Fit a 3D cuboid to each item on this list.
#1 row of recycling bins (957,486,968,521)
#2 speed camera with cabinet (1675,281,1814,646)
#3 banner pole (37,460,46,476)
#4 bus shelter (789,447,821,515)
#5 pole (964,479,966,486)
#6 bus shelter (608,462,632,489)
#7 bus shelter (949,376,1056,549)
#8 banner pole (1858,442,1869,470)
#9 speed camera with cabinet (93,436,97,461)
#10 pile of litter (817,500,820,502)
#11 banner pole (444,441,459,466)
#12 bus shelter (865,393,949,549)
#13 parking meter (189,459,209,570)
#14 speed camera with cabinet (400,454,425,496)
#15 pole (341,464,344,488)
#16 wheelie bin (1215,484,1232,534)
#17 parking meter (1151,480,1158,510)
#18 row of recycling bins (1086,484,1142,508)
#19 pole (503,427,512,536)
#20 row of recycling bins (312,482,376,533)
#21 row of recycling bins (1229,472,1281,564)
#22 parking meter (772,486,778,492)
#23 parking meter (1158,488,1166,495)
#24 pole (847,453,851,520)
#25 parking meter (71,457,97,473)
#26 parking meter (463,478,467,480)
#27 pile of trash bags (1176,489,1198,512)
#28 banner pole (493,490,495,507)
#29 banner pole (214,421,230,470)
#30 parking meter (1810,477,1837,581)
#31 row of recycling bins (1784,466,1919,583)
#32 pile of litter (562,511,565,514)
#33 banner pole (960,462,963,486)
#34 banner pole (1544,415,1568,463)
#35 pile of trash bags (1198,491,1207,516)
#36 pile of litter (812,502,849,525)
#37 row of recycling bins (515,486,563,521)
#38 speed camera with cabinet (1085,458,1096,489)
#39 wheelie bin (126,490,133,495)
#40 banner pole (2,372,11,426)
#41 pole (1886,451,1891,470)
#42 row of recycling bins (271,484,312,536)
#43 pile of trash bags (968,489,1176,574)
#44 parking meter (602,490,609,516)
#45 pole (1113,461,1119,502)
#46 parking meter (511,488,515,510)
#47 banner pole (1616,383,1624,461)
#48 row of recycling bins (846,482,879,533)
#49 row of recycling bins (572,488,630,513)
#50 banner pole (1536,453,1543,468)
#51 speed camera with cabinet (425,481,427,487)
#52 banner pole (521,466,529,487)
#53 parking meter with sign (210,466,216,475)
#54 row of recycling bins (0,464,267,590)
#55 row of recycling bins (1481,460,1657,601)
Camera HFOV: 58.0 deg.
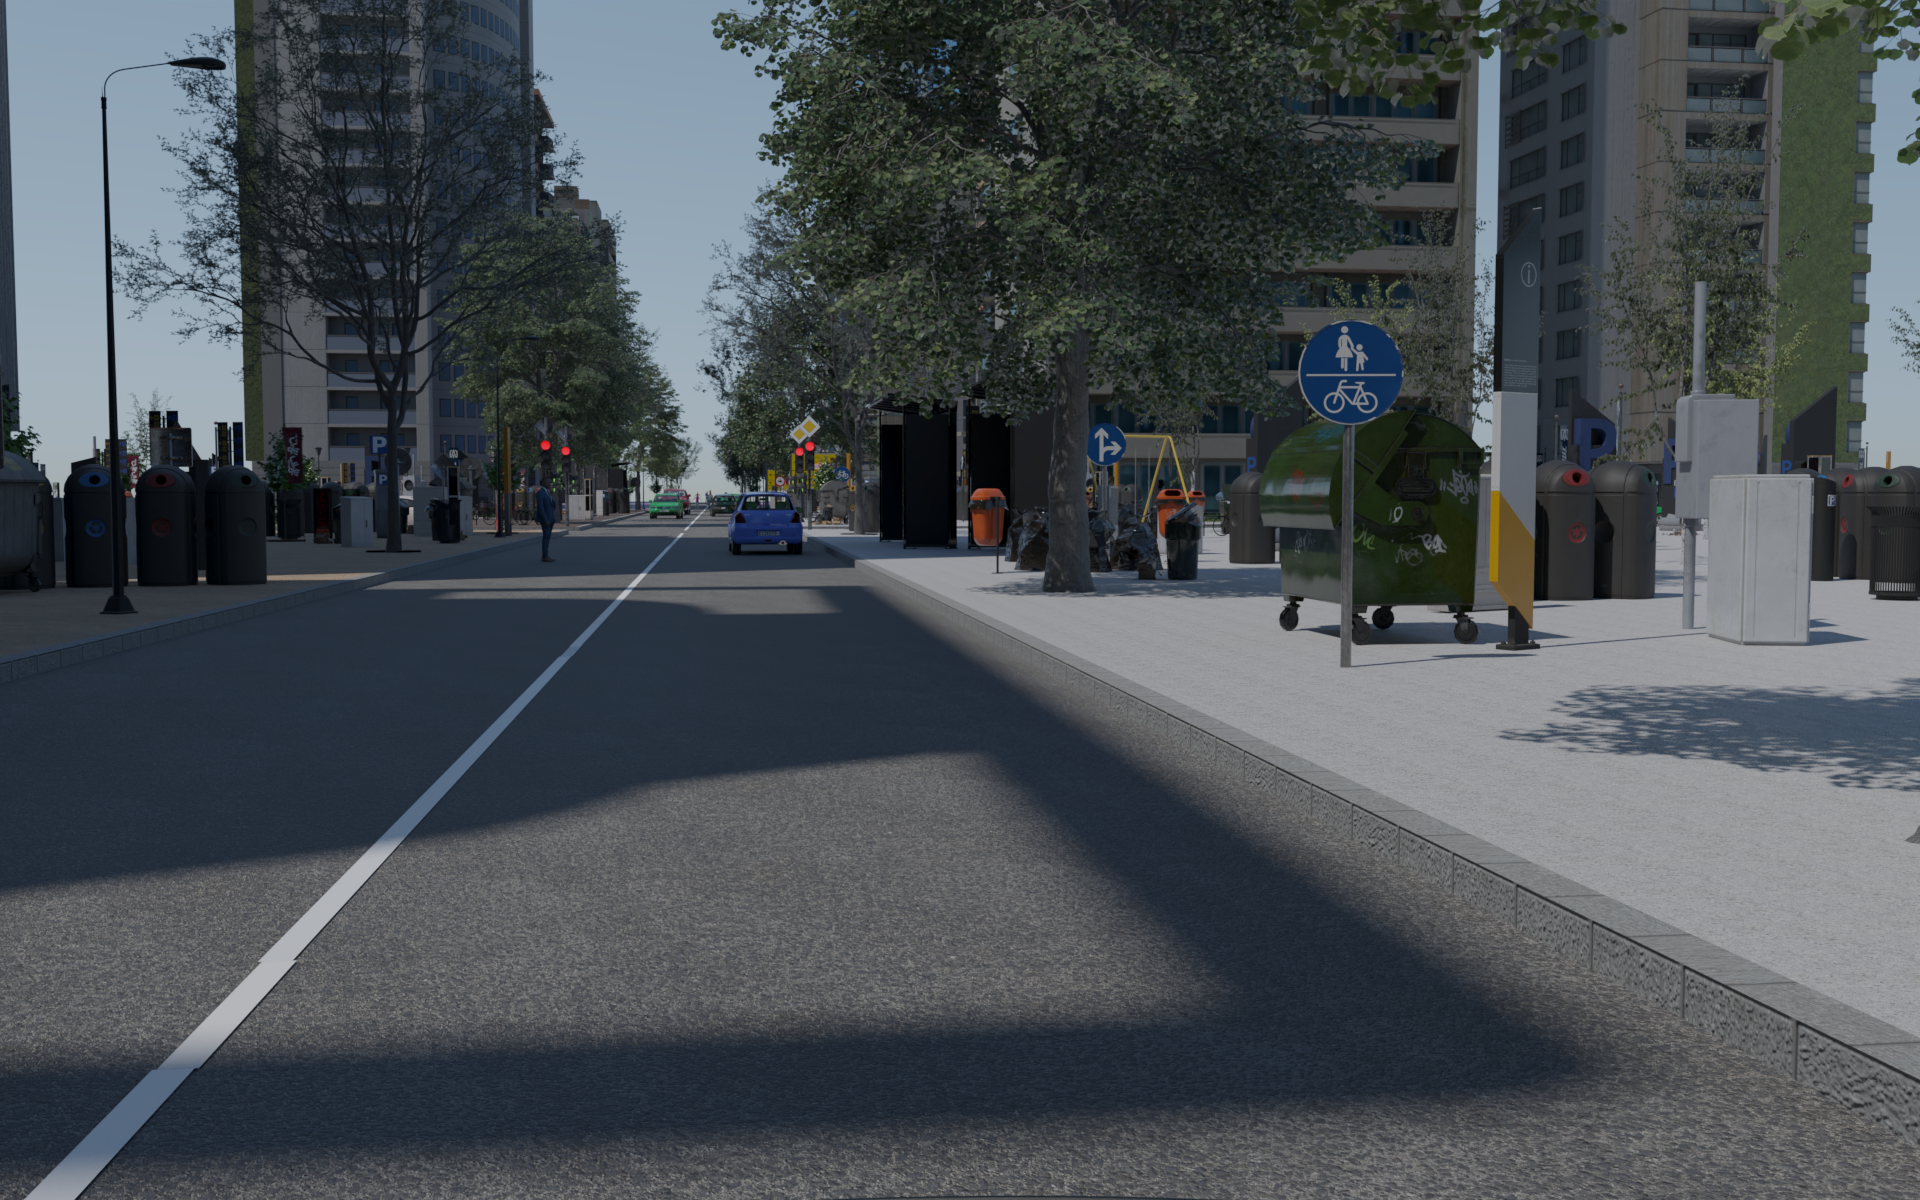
[{"bbox_3d":[0.255,-4.741,84.625,1.069,1.692,3.534,-1,4,-10],"label":"row of recycling bins"},{"bbox_3d":[7.006,-1.296,15.526,0.660,3.252,2.038,0,4,7],"label":"speed camera with cabinet"},{"bbox_3d":[-66.967,-8.334,126.277,0.401,3.779,0.863,1,4,22],"label":"banner pole"},{"bbox_3d":[-10.512,-8.688,119.674,2.179,5.291,8.768,0,4,-8],"label":"bus shelter"},{"bbox_3d":[0.246,-6.318,97.136,0.158,3.312,0.155,0,3,0],"label":"pole"},{"bbox_3d":[-25.489,-8.435,129.189,1.731,3.624,6.357,0,4,-8],"label":"bus shelter"},{"bbox_3d":[1.091,-2.812,37.267,1.731,3.624,6.357,0,4,-8],"label":"bus shelter"},{"bbox_3d":[43.286,-5.689,83.030,0.863,3.779,0.401,-2,4,-28],"label":"banner pole"},{"bbox_3d":[-28.917,-3.939,58.734,0.660,3.252,2.038,-3,5,-41],"label":"speed camera with cabinet"},{"bbox_3d":[-11.525,-7.643,138.933,1.719,0.858,1.176,-2,4,-28],"label":"pile of litter"},{"bbox_3d":[-24.011,-5.606,81.675,0.863,3.779,0.401,0,4,4],"label":"banner pole"},{"bbox_3d":[-1.247,-3.187,43.388,1.731,3.624,6.357,0,4,-8],"label":"bus shelter"},{"bbox_3d":[-12.858,-1.443,29.303,0.255,1.863,0.399,-3,4,-36],"label":"parking meter"},{"bbox_3d":[-27.883,-5.624,86.291,2.038,3.252,0.660,1,4,18],"label":"speed camera with cabinet"},{"bbox_3d":[-41.711,-7.532,116.985,0.158,3.312,0.155,0,3,0],"label":"pole"},{"bbox_3d":[8.648,-2.906,55.420,0.980,1.594,0.693,0,4,-5],"label":"wheelie bin"},{"bbox_3d":[8.093,-4.058,72.067,0.255,1.863,0.399,0,4,8],"label":"parking meter"},{"bbox_3d":[6.467,-4.039,73.148,1.069,1.692,3.534,-2,4,-30],"label":"row of recycling bins"},{"bbox_3d":[-13.770,-3.600,52.703,0.158,3.312,0.155,0,3,0],"label":"pole"},{"bbox_3d":[-20.596,-3.108,57.932,1.069,1.692,3.534,3,4,36],"label":"row of recycling bins"},{"bbox_3d":[6.766,-1.521,31.974,3.534,1.692,1.069,0,4,-1],"label":"row of recycling bins"},{"bbox_3d":[-12.830,-6.983,119.890,0.399,1.863,0.255,-1,4,-13],"label":"parking meter"},{"bbox_3d":[8.823,-4.132,75.972,0.372,1.533,0.369,0,3,0],"label":"parking meter"},{"bbox_3d":[-5.555,-5.668,86.515,0.158,3.312,0.155,0,3,0],"label":"pole"},{"bbox_3d":[-13.662,-1.303,27.008,0.399,1.863,0.255,-2,4,-26],"label":"parking meter"},{"bbox_3d":[-17.490,-3.384,61.032,0.255,1.863,0.399,-1,4,-12],"label":"parking meter"},{"bbox_3d":[2.570,-1.397,32.601,3.447,1.369,1.912,0,4,0],"label":"pile of trash bags"},{"bbox_3d":[-36.852,-8.985,136.914,0.401,3.779,0.863,-1,4,-17],"label":"banner pole"},{"bbox_3d":[-25.345,-4.248,59.477,0.863,3.779,0.401,2,4,25],"label":"banner pole"},{"bbox_3d":[12.711,-1.049,25.566,0.372,1.533,0.369,0,3,0],"label":"parking meter"},{"bbox_3d":[13.686,-1.189,26.557,1.069,1.692,3.534,0,4,-4],"label":"row of recycling bins"},{"bbox_3d":[-24.812,-5.841,109.460,1.176,0.858,1.719,-2,4,-23],"label":"pile of litter"},{"bbox_3d":[0.407,-7.964,120.235,0.863,3.779,0.401,-1,4,-12],"label":"banner pole"},{"bbox_3d":[19.063,-3.973,54.979,0.863,3.779,0.401,-2,4,-31],"label":"banner pole"},{"bbox_3d":[5.471,-2.465,50.056,3.447,1.369,1.912,-1,4,-14],"label":"pile of trash bags"},{"bbox_3d":[-5.457,-3.575,72.412,1.719,0.858,1.176,0,4,4],"label":"pile of litter"},{"bbox_3d":[-20.438,-4.709,84.106,1.069,1.692,3.534,-3,5,-44],"label":"row of recycling bins"},{"bbox_3d":[5.151,-5.096,77.651,2.038,3.252,0.660,-1,4,-12],"label":"speed camera with cabinet"},{"bbox_3d":[-61.531,-7.339,127.908,0.693,1.594,0.980,0,4,2],"label":"wheelie bin"},{"bbox_3d":[-19.294,-2.753,35.023,0.401,3.779,0.863,-3,5,-44],"label":"banner pole"},{"bbox_3d":[44.159,-5.419,82.447,0.158,3.312,0.155,0,3,0],"label":"pole"},{"bbox_3d":[-21.717,-2.779,52.557,3.534,1.692,1.069,0,4,-5],"label":"row of recycling bins"},{"bbox_3d":[1.624,-1.168,28.850,3.447,1.369,1.912,-2,4,-35],"label":"pile of trash bags"},{"bbox_3d":[-20.786,-5.702,101.637,0.372,1.533,0.369,0,3,0],"label":"parking meter"},{"bbox_3d":[5.751,-4.283,63.877,0.158,3.312,0.155,0,3,0],"label":"pole"},{"bbox_3d":[-25.039,-5.553,96.503,0.255,1.863,0.399,3,4,36],"label":"parking meter"},{"bbox_3d":[14.797,-2.993,38.945,0.401,3.779,0.863,2,4,28],"label":"banner pole"},{"bbox_3d":[-3.063,-3.160,58.780,1.069,1.692,3.534,-1,4,-13],"label":"row of recycling bins"},{"bbox_3d":[-23.647,-6.588,114.831,3.534,1.692,1.069,0,4,-2],"label":"row of recycling bins"},{"bbox_3d":[31.291,-6.312,93.219,0.863,3.779,0.401,-1,4,-23],"label":"banner pole"},{"bbox_3d":[-36.631,-7.648,119.374,0.660,3.252,2.038,2,4,35],"label":"speed camera with cabinet"},{"bbox_3d":[-32.599,-8.549,129.793,0.863,3.779,0.401,-2,4,-34],"label":"banner pole"},{"bbox_3d":[-46.820,-6.920,109.404,0.543,3.016,1.738,-1,4,-10],"label":"parking meter with sign"},{"bbox_3d":[-11.580,-1.041,24.129,3.534,1.692,1.069,-2,4,-25],"label":"row of recycling bins"},{"bbox_3d":[6.860,-0.845,20.927,3.534,1.692,1.069,-1,4,-22],"label":"row of recycling bins"}]
